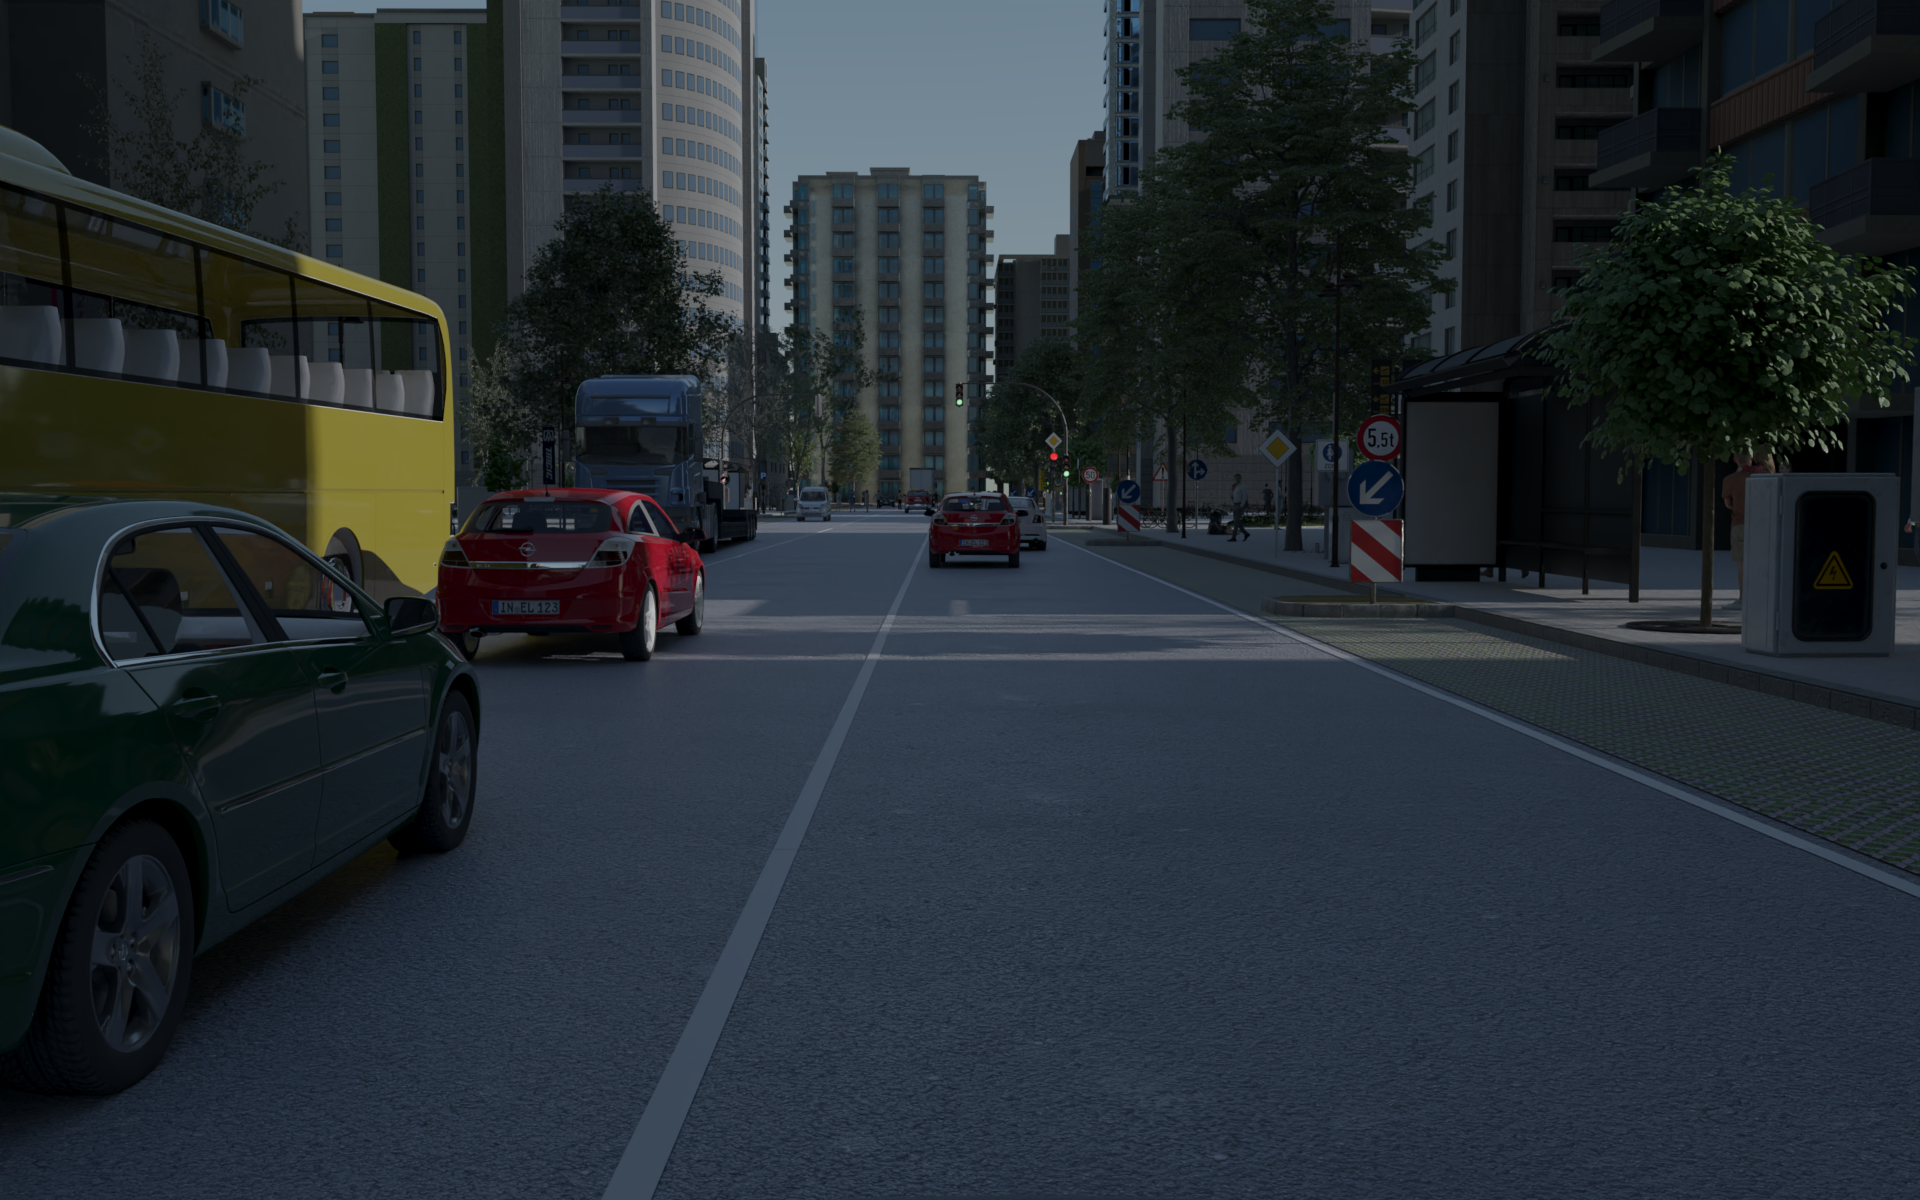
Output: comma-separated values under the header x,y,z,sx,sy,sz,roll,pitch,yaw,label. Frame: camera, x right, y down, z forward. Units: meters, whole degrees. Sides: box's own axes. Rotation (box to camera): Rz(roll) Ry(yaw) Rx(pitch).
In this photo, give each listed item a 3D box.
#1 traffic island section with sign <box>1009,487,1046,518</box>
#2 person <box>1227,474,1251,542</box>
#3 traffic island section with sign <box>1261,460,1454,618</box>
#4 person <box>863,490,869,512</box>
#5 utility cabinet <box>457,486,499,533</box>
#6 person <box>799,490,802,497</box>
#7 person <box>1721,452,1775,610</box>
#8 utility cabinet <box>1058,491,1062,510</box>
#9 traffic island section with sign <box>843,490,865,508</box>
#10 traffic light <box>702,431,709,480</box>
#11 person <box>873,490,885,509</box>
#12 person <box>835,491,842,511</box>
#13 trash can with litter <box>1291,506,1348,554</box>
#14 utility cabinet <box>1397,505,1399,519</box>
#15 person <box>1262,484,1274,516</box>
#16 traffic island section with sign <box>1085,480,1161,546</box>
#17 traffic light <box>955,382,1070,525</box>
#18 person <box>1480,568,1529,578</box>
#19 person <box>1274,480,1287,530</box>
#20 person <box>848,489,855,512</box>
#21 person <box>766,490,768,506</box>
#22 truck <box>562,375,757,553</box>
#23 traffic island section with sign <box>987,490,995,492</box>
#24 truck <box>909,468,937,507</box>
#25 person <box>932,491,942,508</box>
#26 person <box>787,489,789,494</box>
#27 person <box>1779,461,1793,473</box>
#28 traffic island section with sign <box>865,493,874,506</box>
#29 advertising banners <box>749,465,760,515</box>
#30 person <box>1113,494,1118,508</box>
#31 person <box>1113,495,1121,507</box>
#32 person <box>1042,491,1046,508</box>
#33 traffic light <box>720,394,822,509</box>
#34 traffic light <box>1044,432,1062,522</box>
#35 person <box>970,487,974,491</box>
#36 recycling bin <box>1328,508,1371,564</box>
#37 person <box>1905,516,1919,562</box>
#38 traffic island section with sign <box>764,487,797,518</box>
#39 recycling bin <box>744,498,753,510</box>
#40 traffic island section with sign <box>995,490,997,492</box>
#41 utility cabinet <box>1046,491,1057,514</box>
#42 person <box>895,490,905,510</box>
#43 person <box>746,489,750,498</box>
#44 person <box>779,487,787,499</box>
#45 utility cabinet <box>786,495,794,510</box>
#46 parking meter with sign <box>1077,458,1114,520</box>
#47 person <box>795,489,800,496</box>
x,y,z,sx,sy,sz,roll,pitch,yaw,label
4.089,-5.804,103.525,1.989,1.847,2.006,0,4,0,traffic island section with sign
7.521,-2.488,46.818,0.850,1.850,0.679,-2,4,-28,person
4.704,-0.748,20.859,1.989,1.847,2.006,0,4,0,traffic island section with sign
-7.318,-7.710,134.922,0.532,1.782,0.716,1,4,8,person
-13.899,-2.529,50.034,1.173,1.500,0.318,-1,4,-23,utility cabinet
-19.838,-12.868,216.301,0.709,1.838,0.599,0,4,-1,person
8.804,-0.807,19.211,0.580,1.828,0.573,-3,4,-36,person
7.809,-7.966,138.924,1.173,1.500,0.318,-2,4,-28,utility cabinet
-11.199,-10.547,181.063,1.989,1.847,2.006,0,4,0,traffic island section with sign
-10.673,-4.994,70.579,0.839,4.253,0.868,0,4,0,traffic light
-7.935,-9.822,169.073,1.348,1.826,0.705,2,4,24,person
-10.114,-8.264,144.622,0.512,1.701,0.522,-3,4,-38,person
8.270,-1.598,37.186,1.678,1.210,2.233,-1,4,-19,trash can with litter
8.775,-1.327,32.856,1.020,1.237,0.306,0,4,2,utility cabinet
18.138,-5.918,102.157,0.648,1.900,0.474,-1,4,-14,person
4.498,-2.418,48.165,1.989,1.847,2.006,0,4,0,traffic island section with sign
2.197,-5.864,70.549,4.771,5.953,1.251,0,4,0,traffic light
8.269,-1.254,26.510,0.622,1.834,0.822,-2,4,-34,person
11.519,-3.426,62.232,0.466,1.800,0.511,0,4,-3,person
-8.559,-7.858,136.999,0.581,1.822,0.654,-3,4,-38,person
-20.496,-10.711,181.878,0.721,1.736,1.217,1,4,20,person
-7.237,-3.377,44.973,2.967,4.110,18.799,0,4,-2,truck
3.311,-12.197,208.047,1.989,1.847,2.006,0,4,0,traffic island section with sign
-4.043,-12.243,189.083,2.839,4.237,11.283,0,4,1,truck
-2.425,-10.435,179.626,1.217,1.766,0.721,2,4,29,person
-15.599,-9.172,156.944,0.756,1.711,0.436,-2,4,-25,person
13.630,-1.379,28.620,0.581,1.822,0.654,2,4,31,person
-11.399,-12.195,208.018,1.989,1.847,2.006,0,4,0,traffic island section with sign
-12.642,-6.741,106.401,0.090,3.025,2.074,1,4,12,advertising banners
13.690,-8.891,151.675,0.793,1.790,0.793,3,5,42,person
12.911,-8.287,141.814,0.850,1.792,0.678,0,4,1,person
7.999,-9.625,163.426,0.705,1.823,1.348,1,4,19,person
-8.641,-6.358,78.614,4.771,5.953,1.251,0,4,0,traffic light
4.228,-5.490,78.690,0.839,4.253,0.868,0,4,0,traffic light
0.667,-5.506,98.329,0.447,1.846,0.655,-1,4,-19,person
7.251,-1.192,32.049,0.722,1.027,0.722,0,4,0,recycling bin
11.801,-0.923,21.042,0.836,1.842,0.656,-3,5,-43,person
-10.638,-5.793,103.346,1.989,1.847,2.006,0,4,0,traffic island section with sign
-14.190,-6.403,117.238,0.722,1.027,0.722,0,4,1,recycling bin
3.882,-7.496,131.185,1.989,1.847,2.006,0,4,0,traffic island section with sign
5.848,-6.313,111.889,0.318,1.500,1.173,-1,4,-14,utility cabinet
-5.555,-9.298,160.538,1.348,1.823,0.705,3,4,36,person
-19.287,-9.223,157.507,0.551,1.740,0.621,2,4,34,person
-13.596,-7.777,133.221,0.660,1.820,0.620,-1,4,-20,person
-13.482,-7.727,137.495,0.306,1.237,1.020,1,4,18,utility cabinet
6.641,-5.412,84.751,1.738,3.016,0.543,0,4,-4,parking meter with sign
-15.513,-9.575,162.225,1.348,1.869,0.705,-2,4,-26,person
